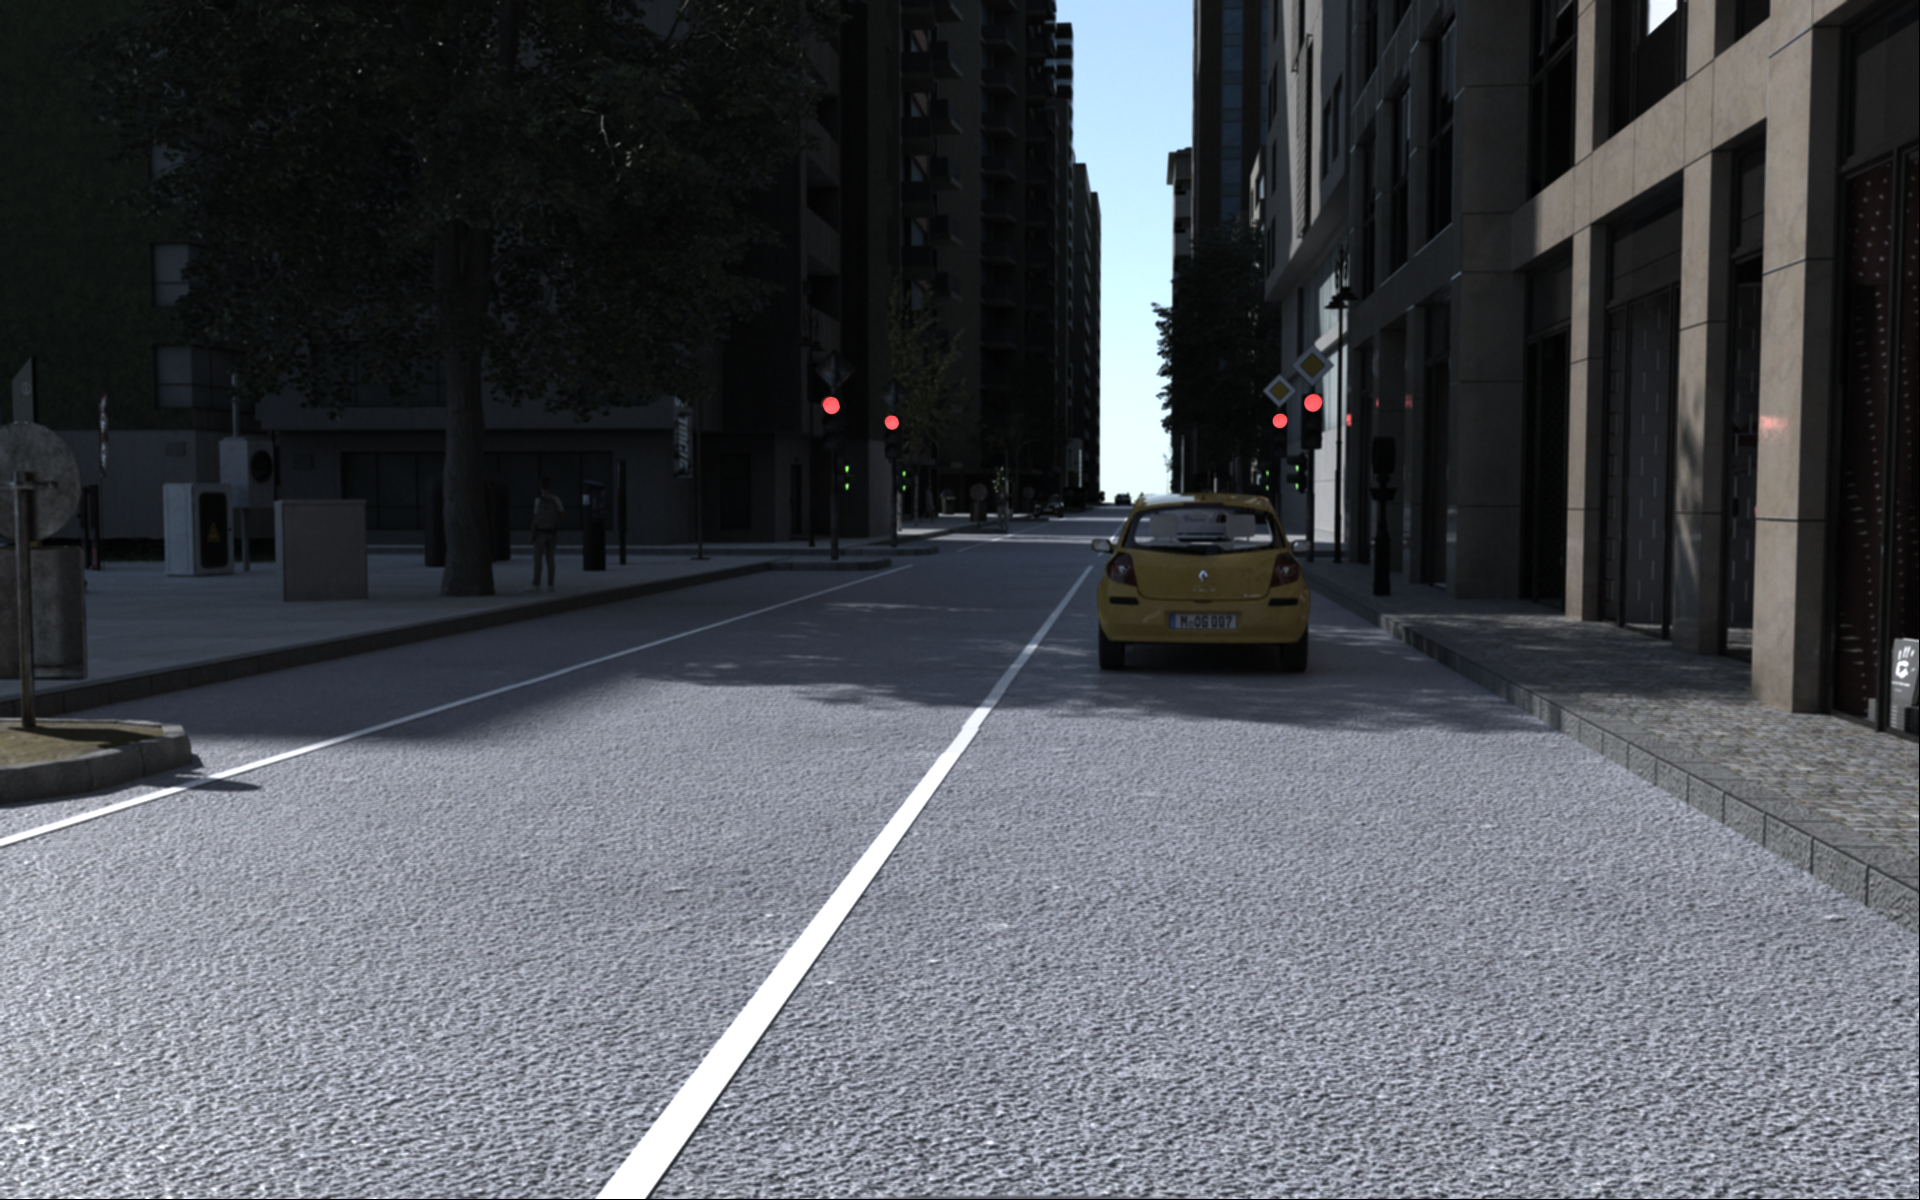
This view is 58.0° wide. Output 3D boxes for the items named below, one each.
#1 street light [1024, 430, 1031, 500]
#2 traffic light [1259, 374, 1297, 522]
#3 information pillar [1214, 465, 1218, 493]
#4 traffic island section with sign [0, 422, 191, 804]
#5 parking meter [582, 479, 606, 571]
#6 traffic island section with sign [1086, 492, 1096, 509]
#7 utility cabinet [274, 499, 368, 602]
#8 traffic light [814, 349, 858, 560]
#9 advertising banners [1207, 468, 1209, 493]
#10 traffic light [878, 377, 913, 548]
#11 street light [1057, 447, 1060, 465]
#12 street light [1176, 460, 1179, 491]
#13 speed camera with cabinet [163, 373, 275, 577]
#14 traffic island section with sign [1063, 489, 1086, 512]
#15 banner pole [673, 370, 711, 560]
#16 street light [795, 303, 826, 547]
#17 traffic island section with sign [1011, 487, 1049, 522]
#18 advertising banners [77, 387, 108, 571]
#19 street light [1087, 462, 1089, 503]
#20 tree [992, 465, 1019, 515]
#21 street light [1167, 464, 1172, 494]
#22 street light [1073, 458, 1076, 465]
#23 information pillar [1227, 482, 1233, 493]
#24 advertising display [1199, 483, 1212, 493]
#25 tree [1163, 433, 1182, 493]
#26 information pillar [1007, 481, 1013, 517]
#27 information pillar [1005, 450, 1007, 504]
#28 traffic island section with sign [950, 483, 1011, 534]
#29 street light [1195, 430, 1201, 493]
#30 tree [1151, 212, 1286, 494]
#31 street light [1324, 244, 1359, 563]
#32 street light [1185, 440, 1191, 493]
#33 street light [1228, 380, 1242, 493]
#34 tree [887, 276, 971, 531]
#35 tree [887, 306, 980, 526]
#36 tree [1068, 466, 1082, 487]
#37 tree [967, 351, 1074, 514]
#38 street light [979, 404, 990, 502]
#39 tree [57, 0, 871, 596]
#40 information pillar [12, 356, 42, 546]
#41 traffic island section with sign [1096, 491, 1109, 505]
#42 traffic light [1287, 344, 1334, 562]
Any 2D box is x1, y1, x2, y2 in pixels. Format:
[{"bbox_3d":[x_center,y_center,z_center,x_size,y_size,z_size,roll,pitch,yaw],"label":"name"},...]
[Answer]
[{"bbox_3d":[4.594,-8.894,118.211,0.468,5.910,1.993,0,4,6],"label":"street light"},{"bbox_3d":[7.442,-3.158,40.560,0.839,4.253,0.868,0,4,6],"label":"traffic light"},{"bbox_3d":[13.147,-5.965,88.886,0.183,3.616,0.504,0,4,-3],"label":"information pillar"},{"bbox_3d":[-5.121,-0.011,8.806,1.989,1.847,2.006,0,4,6],"label":"traffic island section with sign"},{"bbox_3d":[-6.133,-1.260,29.018,0.372,1.533,0.369,0,3,0],"label":"parking meter"},{"bbox_3d":[11.897,-9.744,167.942,1.989,1.847,2.006,0,4,6],"label":"traffic island section with sign"},{"bbox_3d":[-7.738,-0.601,20.982,1.020,1.237,0.306,-3,5,-41],"label":"utility cabinet"},{"bbox_3d":[-2.419,-2.730,33.564,0.839,4.253,0.868,0,4,6],"label":"traffic light"},{"bbox_3d":[13.562,-6.020,94.621,0.090,3.025,2.074,1,4,10],"label":"advertising banners"},{"bbox_3d":[-1.570,-3.216,41.504,0.839,4.253,0.868,0,4,6],"label":"traffic light"},{"bbox_3d":[9.350,-11.681,163.764,0.468,5.910,1.993,0,4,6],"label":"street light"},{"bbox_3d":[23.910,-13.340,190.900,0.468,5.910,1.993,0,4,6],"label":"street light"},{"bbox_3d":[-11.824,-2.040,27.682,0.660,3.252,2.038,1,4,14],"label":"speed camera with cabinet"},{"bbox_3d":[9.034,-8.105,141.138,1.989,1.847,2.006,0,4,6],"label":"traffic island section with sign"},{"bbox_3d":[-5.296,-2.688,33.970,0.863,3.779,0.401,2,4,29],"label":"banner pole"},{"bbox_3d":[-3.609,-4.235,42.034,0.468,5.910,1.993,0,4,6],"label":"street light"},{"bbox_3d":[3.657,-5.031,90.892,1.989,1.847,2.006,0,4,6],"label":"traffic island section with sign"},{"bbox_3d":[-14.565,-2.013,29.097,0.090,3.025,2.074,-3,4,-39],"label":"advertising banners"},{"bbox_3d":[18.228,-16.714,246.059,0.468,5.910,1.993,0,4,6],"label":"street light"},{"bbox_3d":[2.500,-6.705,104.223,1.663,3.219,1.824,0,3,0],"label":"tree"},{"bbox_3d":[32.823,-18.404,273.685,0.468,5.910,1.993,0,4,6],"label":"street light"},{"bbox_3d":[13.391,-13.944,200.764,0.468,5.910,1.993,0,4,6],"label":"street light"},{"bbox_3d":[16.485,-6.201,105.872,0.304,2.012,0.304,0,4,-8],"label":"information pillar"},{"bbox_3d":[14.810,-6.066,104.390,0.974,1.923,0.123,-3,4,-37],"label":"advertising display"},{"bbox_3d":[25.504,-15.310,200.678,4.360,8.622,3.978,0,3,0],"label":"tree"},{"bbox_3d":[2.788,-5.684,97.421,0.304,2.012,0.304,-1,4,-19],"label":"information pillar"},{"bbox_3d":[2.456,-6.189,92.550,0.183,3.616,0.504,0,4,7],"label":"information pillar"},{"bbox_3d":[0.716,-3.354,63.464,1.989,1.847,2.006,0,4,6],"label":"traffic island section with sign"},{"bbox_3d":[15.754,-8.672,114.573,0.468,5.910,1.993,0,4,6],"label":"street light"},{"bbox_3d":[13.057,-10.492,78.198,9.857,13.997,8.962,0,3,0],"label":"tree"},{"bbox_3d":[7.059,-3.634,32.204,0.468,5.910,1.993,0,4,6],"label":"street light"},{"bbox_3d":[19.049,-10.531,144.971,0.468,5.910,1.993,0,4,6],"label":"street light"},{"bbox_3d":[10.971,-5.901,69.273,0.468,5.910,1.993,0,4,6],"label":"street light"},{"bbox_3d":[-1.871,-6.681,59.602,4.737,8.622,4.395,0,3,0],"label":"tree"},{"bbox_3d":[-1.583,-7.253,68.948,4.360,8.622,3.978,0,3,0],"label":"tree"},{"bbox_3d":[11.718,-12.655,190.615,4.285,4.588,4.351,0,3,0],"label":"tree"},{"bbox_3d":[3.924,-10.880,112.299,7.601,10.594,8.767,0,4,0],"label":"tree"},{"bbox_3d":[1.212,-7.006,87.331,0.468,5.910,1.993,0,4,6],"label":"street light"},{"bbox_3d":[-6.147,-7.031,21.612,9.857,13.997,8.962,0,3,0],"label":"tree"},{"bbox_3d":[-15.866,-2.331,29.470,0.504,3.616,0.183,1,4,21],"label":"information pillar"},{"bbox_3d":[17.752,-13.094,222.707,1.989,1.847,2.006,0,4,6],"label":"traffic island section with sign"},{"bbox_3d":[6.593,-2.673,32.620,0.839,4.253,0.868,0,4,6],"label":"traffic light"}]
